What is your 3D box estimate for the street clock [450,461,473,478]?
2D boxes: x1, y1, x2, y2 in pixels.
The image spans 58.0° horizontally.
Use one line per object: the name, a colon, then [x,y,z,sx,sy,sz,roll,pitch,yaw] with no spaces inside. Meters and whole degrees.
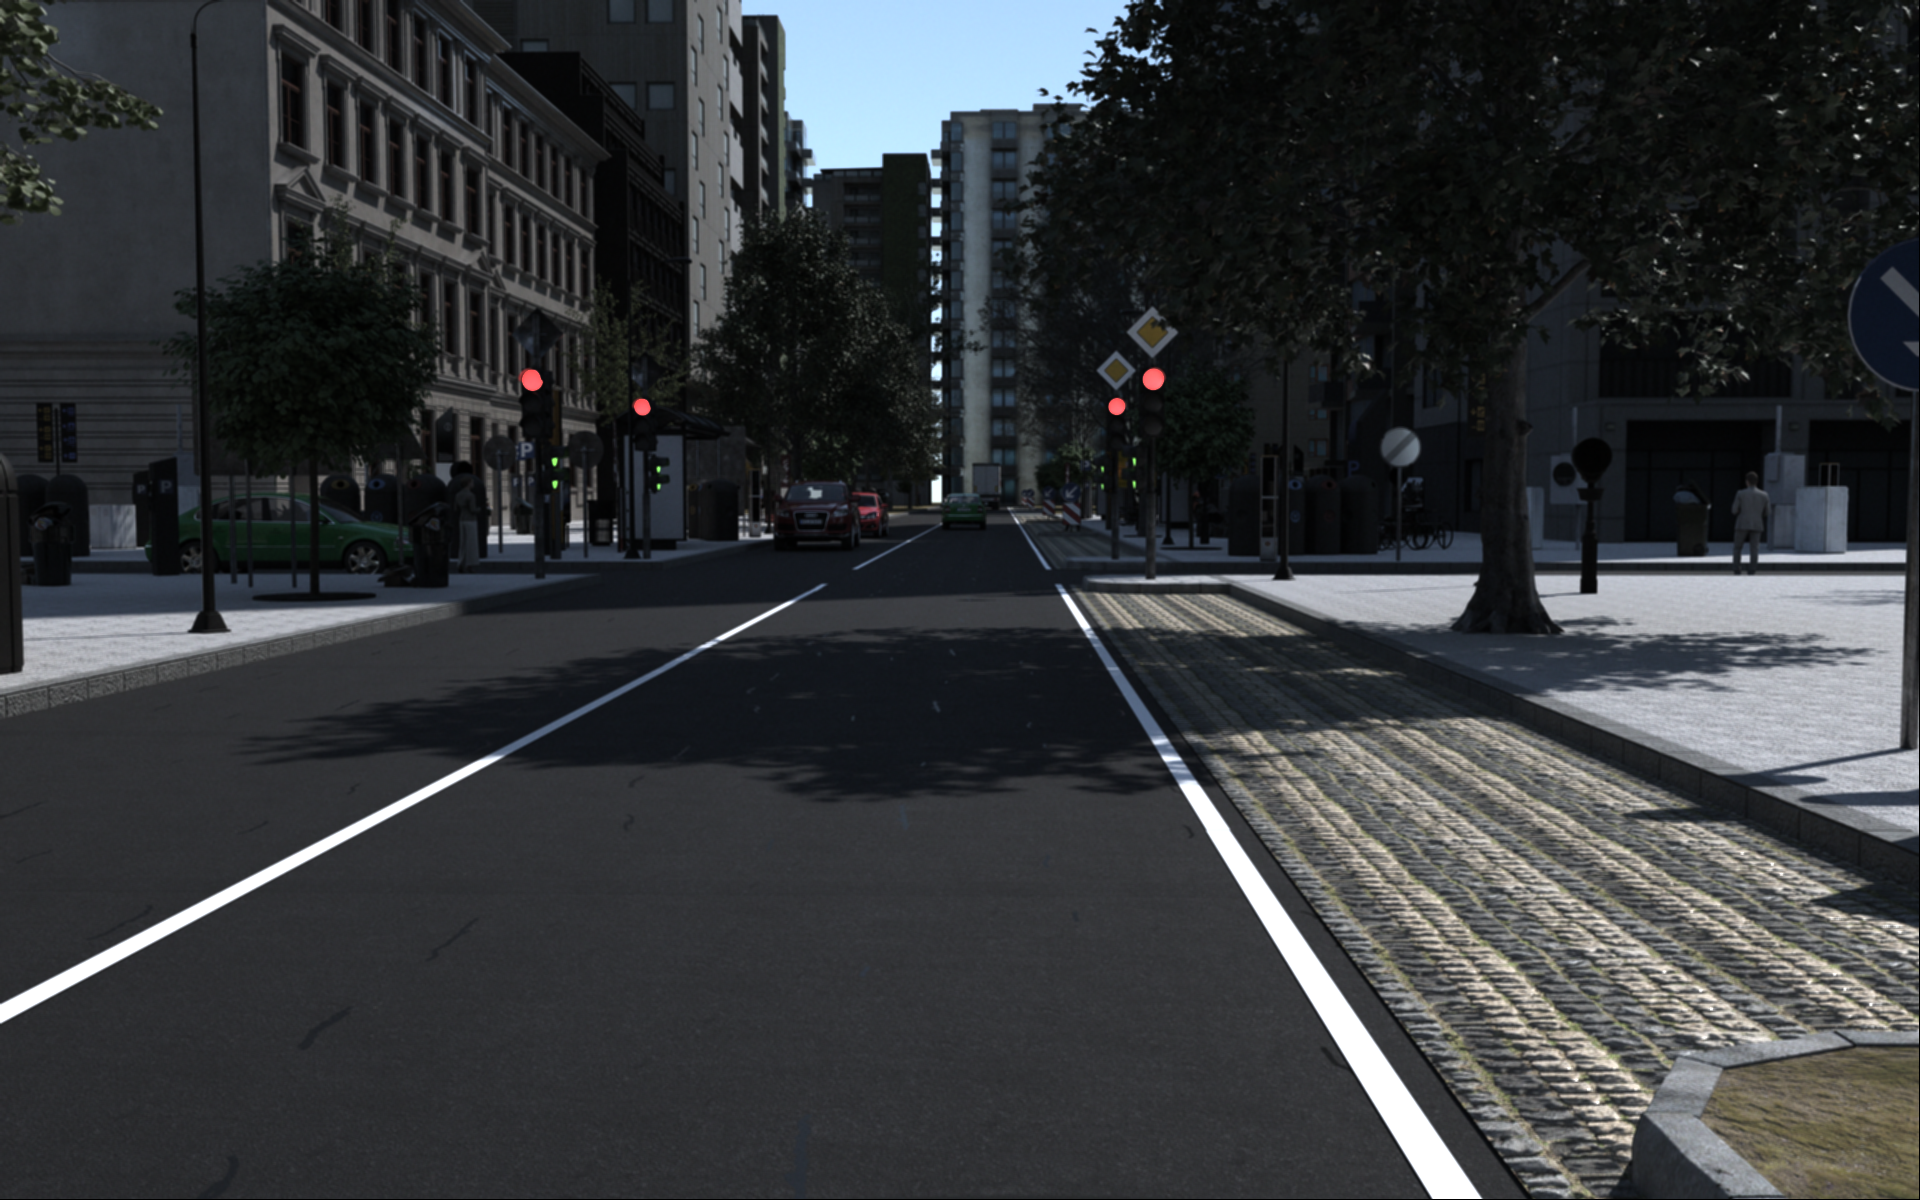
street clock: [-11.013,-2.064,38.319,0.358,2.002,0.471,2,4,32]

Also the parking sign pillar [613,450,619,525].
parking sign pillar: [-13.872,-5.129,72.328,1.447,3.967,1.447,-2,4,-29]

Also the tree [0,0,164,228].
tree: [-7.832,-5.589,9.501,7.486,12.596,7.792,0,3,0]

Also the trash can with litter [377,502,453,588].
trash can with litter: [-7.525,-0.763,23.857,1.055,1.170,0.624,1,4,13]

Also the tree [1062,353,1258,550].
tree: [5.420,-3.457,40.241,4.285,4.588,4.351,0,3,0]

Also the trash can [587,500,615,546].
trash can: [-8.903,-1.912,42.914,0.748,1.137,0.748,0,3,0]

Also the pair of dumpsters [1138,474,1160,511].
pair of dumpsters: [9.449,-4.899,82.599,1.574,2.255,4.437,0,4,1]

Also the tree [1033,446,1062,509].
tree: [6.762,-7.187,101.221,4.285,4.588,4.351,0,3,0]

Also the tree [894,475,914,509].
tree: [-4.592,-9.263,146.050,1.663,3.219,1.824,0,3,0]

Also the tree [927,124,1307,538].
tree: [5.600,-8.620,51.306,12.009,13.543,11.850,0,3,0]

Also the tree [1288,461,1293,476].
tree: [16.588,-5.713,88.010,1.663,3.219,1.824,0,3,0]

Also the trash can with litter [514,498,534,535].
trash can with litter: [-13.532,-2.645,54.626,1.055,1.170,0.624,1,4,13]

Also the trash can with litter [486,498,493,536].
trash can with litter: [-14.711,-2.507,52.383,1.055,1.170,0.624,-2,4,-29]

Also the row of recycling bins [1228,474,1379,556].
row of recycling bins: [7.228,-1.800,36.545,3.534,1.692,1.069,-2,4,-23]

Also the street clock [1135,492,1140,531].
street clock: [6.249,-3.407,60.282,0.358,2.002,0.471,-2,4,-30]

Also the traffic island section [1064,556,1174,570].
traffic island section: [3.072,-0.721,34.070,2.009,0.180,2.903,0,4,1]

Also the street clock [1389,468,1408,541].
street clock: [12.059,-2.637,47.685,0.471,2.002,0.358,3,5,44]

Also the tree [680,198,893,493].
tree: [-6.446,-9.205,67.506,9.611,12.733,9.660,0,3,0]

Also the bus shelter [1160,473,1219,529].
bus shelter: [8.093,-4.117,61.239,2.014,3.302,5.546,0,4,1]

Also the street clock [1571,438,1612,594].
street clock: [8.137,-1.088,22.360,0.471,2.002,0.358,1,4,12]

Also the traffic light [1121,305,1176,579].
traffic light: [2.852,-2.266,25.974,0.839,4.253,0.868,0,4,1]

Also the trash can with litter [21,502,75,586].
trash can with litter: [-12.949,-0.792,24.343,1.055,1.170,0.624,2,4,30]

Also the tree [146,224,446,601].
tree: [-8.035,-2.293,21.200,4.285,4.588,4.351,0,3,0]

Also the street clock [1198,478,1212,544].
street clock: [6.284,-2.437,44.415,0.358,2.002,0.471,2,4,29]

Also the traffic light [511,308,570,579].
traffic light: [-6.357,-2.278,26.166,0.839,4.253,0.868,0,4,1]

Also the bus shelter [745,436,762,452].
bus shelter: [-7.679,-3.748,55.198,2.014,3.302,5.546,0,4,1]

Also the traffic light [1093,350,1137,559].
traffic light: [3.033,-2.754,33.957,0.839,4.253,0.868,0,4,1]

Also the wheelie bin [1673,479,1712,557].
wheelie bin: [15.087,-1.700,35.696,0.693,1.594,0.980,2,4,28]

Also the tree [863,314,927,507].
tree: [-5.750,-12.005,106.657,12.009,13.543,11.850,0,3,0]

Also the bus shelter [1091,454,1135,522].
bus shelter: [7.468,-5.466,83.292,2.014,3.302,5.546,0,4,1]

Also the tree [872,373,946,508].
tree: [-4.859,-14.431,154.074,7.486,12.596,7.792,0,3,0]

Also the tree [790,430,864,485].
tree: [-6.135,-5.879,79.837,4.285,4.588,4.351,0,3,0]

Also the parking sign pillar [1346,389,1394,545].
parking sign pillar: [10.301,-3.393,43.950,1.447,3.967,1.447,3,5,41]

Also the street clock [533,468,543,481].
street clock: [-11.793,-2.717,48.997,0.471,2.002,0.358,0,4,5]

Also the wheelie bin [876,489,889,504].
wheelie bin: [-4.951,-6.195,109.194,0.980,1.594,0.693,-1,4,-22]

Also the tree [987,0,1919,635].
tree: [4.999,-6.046,15.862,9.611,12.733,9.660,0,3,0]

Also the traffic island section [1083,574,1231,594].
traffic island section: [2.892,-0.233,26.087,2.009,0.180,2.903,0,4,1]

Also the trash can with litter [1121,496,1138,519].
trash can with litter: [8.728,-4.794,89.768,1.055,1.170,0.624,3,5,39]

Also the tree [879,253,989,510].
tree: [-4.144,-17.077,135.096,12.611,20.169,13.585,0,3,0]

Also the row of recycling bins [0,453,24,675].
row of recycling bins: [-7.952,-0.386,13.424,1.069,1.692,3.534,-3,4,-36]

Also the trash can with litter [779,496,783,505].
trash can with litter: [-11.049,-5.761,105.573,0.624,1.170,1.055,0,4,5]

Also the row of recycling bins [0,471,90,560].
row of recycling bins: [-19.585,-1.771,36.067,3.534,1.692,1.069,2,4,23]

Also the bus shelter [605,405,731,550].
bus shelter: [-6.972,-2.942,42.029,2.014,3.302,5.546,0,4,1]

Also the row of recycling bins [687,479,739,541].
row of recycling bins: [-6.927,-2.546,48.735,1.069,1.692,3.534,-1,4,-19]

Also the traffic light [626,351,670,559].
traffic light: [-6.177,-2.766,34.149,0.839,4.253,0.868,0,4,1]

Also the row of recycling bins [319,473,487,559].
row of recycling bins: [-11.213,-1.699,34.893,3.534,1.692,1.069,1,4,9]

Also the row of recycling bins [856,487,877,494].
row of recycling bins: [-6.694,-5.970,104.730,3.534,1.692,1.069,1,4,14]

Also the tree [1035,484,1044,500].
tree: [8.895,-11.545,183.354,1.663,3.219,1.824,0,3,0]
